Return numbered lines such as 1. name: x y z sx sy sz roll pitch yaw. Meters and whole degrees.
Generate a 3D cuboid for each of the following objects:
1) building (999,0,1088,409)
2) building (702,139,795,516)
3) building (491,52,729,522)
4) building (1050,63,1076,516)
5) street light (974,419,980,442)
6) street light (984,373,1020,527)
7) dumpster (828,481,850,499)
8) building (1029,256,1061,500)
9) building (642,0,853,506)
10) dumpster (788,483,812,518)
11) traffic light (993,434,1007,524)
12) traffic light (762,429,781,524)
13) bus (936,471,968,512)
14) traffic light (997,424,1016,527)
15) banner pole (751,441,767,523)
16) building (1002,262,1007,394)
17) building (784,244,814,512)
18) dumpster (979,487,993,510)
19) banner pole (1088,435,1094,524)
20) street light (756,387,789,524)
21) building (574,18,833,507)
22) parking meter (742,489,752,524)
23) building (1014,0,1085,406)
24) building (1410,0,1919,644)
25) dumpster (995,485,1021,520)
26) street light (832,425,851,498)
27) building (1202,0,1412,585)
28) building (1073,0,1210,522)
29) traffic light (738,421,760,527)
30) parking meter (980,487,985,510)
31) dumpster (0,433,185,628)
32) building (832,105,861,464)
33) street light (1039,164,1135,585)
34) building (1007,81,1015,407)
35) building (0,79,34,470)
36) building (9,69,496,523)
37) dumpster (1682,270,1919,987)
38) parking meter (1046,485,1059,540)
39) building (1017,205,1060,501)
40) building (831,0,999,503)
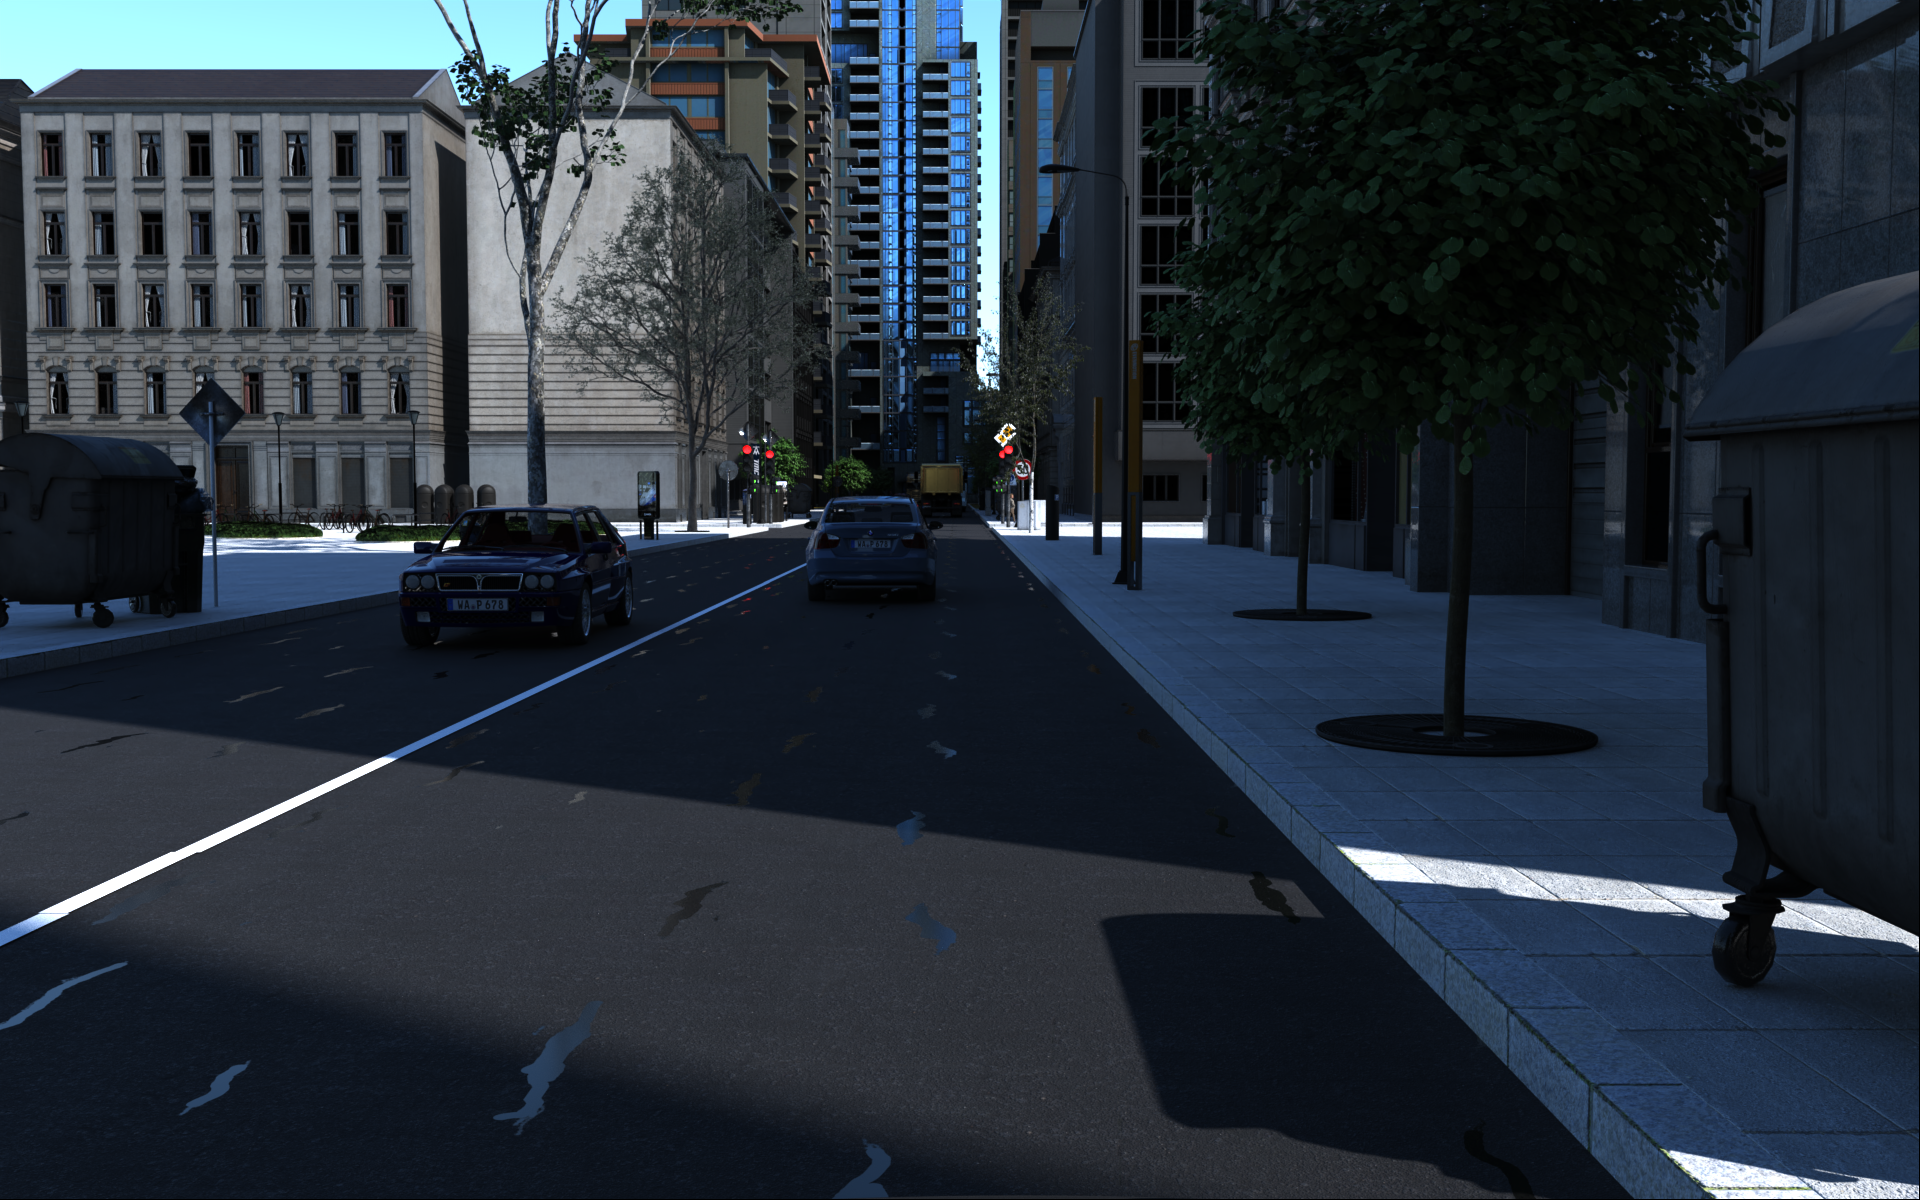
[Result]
1. building: 16.000 -49.364 245.347 20.611 71.187 20.563 0 3 0
2. building: -18.982 -17.823 110.473 14.314 24.678 30.058 0 3 0
3. building: -17.506 -14.515 86.470 9.793 20.994 18.267 0 3 0
4. building: 12.732 -19.447 103.855 13.634 28.700 20.117 0 3 0
5. street light: 1.576 -8.275 107.837 1.470 5.913 1.316 0 3 0
6. street light: 1.698 -5.752 66.580 1.470 5.913 1.316 0 3 0
7. dumpster: -8.781 -7.529 125.598 1.502 2.255 1.985 0 3 0
8. building: 10.569 -15.852 123.810 10.561 19.102 19.286 0 3 0
9. building: -22.190 -45.822 187.434 20.563 71.187 20.611 0 3 0
10. dumpster: -8.590 -5.310 92.585 1.264 1.857 1.865 0 3 0
11. traffic light: 1.828 -5.239 74.578 0.839 4.253 0.868 0 3 0
12. traffic light: -8.133 -5.237 74.545 0.839 4.253 0.868 0 3 0
13. bus: -0.787 -8.994 141.910 2.948 3.499 13.247 0 4 0
14. traffic light: 1.842 -4.751 66.593 0.839 4.253 0.868 0 3 0
15. banner pole: -8.732 -5.240 75.686 0.863 3.779 0.401 -1 4 -9
16. building: 12.258 -27.160 215.760 14.160 30.474 14.107 0 3 0
17. building: -18.102 -18.577 133.417 12.332 23.373 15.834 0 3 0
18. dumpster: 2.105 -8.083 137.909 1.264 1.857 1.865 0 3 0
19. banner pole: 5.794 -5.135 73.974 0.401 3.779 0.863 2 4 31
20. street light: -8.043 -6.232 74.436 1.470 5.913 1.316 0 3 0
21. building: -23.687 -31.127 163.545 22.147 44.769 28.867 0 3 0
22. parking meter: -9.095 -4.010 73.981 0.372 1.533 0.369 0 3 0
23. building: 12.157 -31.122 158.962 14.600 45.320 14.200 0 3 0
24. building: 11.994 -11.884 12.323 12.078 24.808 19.932 0 3 0
25. dumpster: 2.376 -4.840 84.890 1.264 1.857 1.865 0 4 0
26. street light: -8.031 -8.806 116.512 1.470 5.913 1.316 0 3 0
27. building: 10.708 -11.739 42.835 10.553 20.767 40.483 0 3 0
28. building: 17.903 -17.725 83.311 24.014 27.812 14.314 0 3 0
29. traffic light: -8.119 -4.749 66.560 0.839 4.253 0.868 0 3 0
30. parking meter: 1.761 -7.975 136.105 0.255 1.863 0.399 2 4 31
31. dumpster: -8.714 -0.701 17.217 1.264 1.857 1.865 0 4 0
32. building: -27.552 -36.117 210.125 30.456 49.044 23.786 0 3 0
33. street light: 1.810 -3.181 24.547 1.470 5.913 1.316 0 3 0
34. building: 12.258 -29.947 173.221 14.154 41.232 14.086 0 3 0
35. building: -62.925 -14.136 82.040 40.483 20.767 10.553 0 3 0
36. building: -32.416 -14.181 81.006 18.267 20.994 9.793 0 3 0
37. dumpster: 2.555 0.122 3.770 1.264 1.857 1.865 0 3 0
38. parking meter: 2.565 -2.427 48.085 0.372 1.533 0.369 0 3 0
39. building: 11.102 -19.054 141.207 12.332 23.373 15.834 0 3 0
40. building: -10.108 -57.066 245.699 31.000 86.520 22.319 0 3 0
